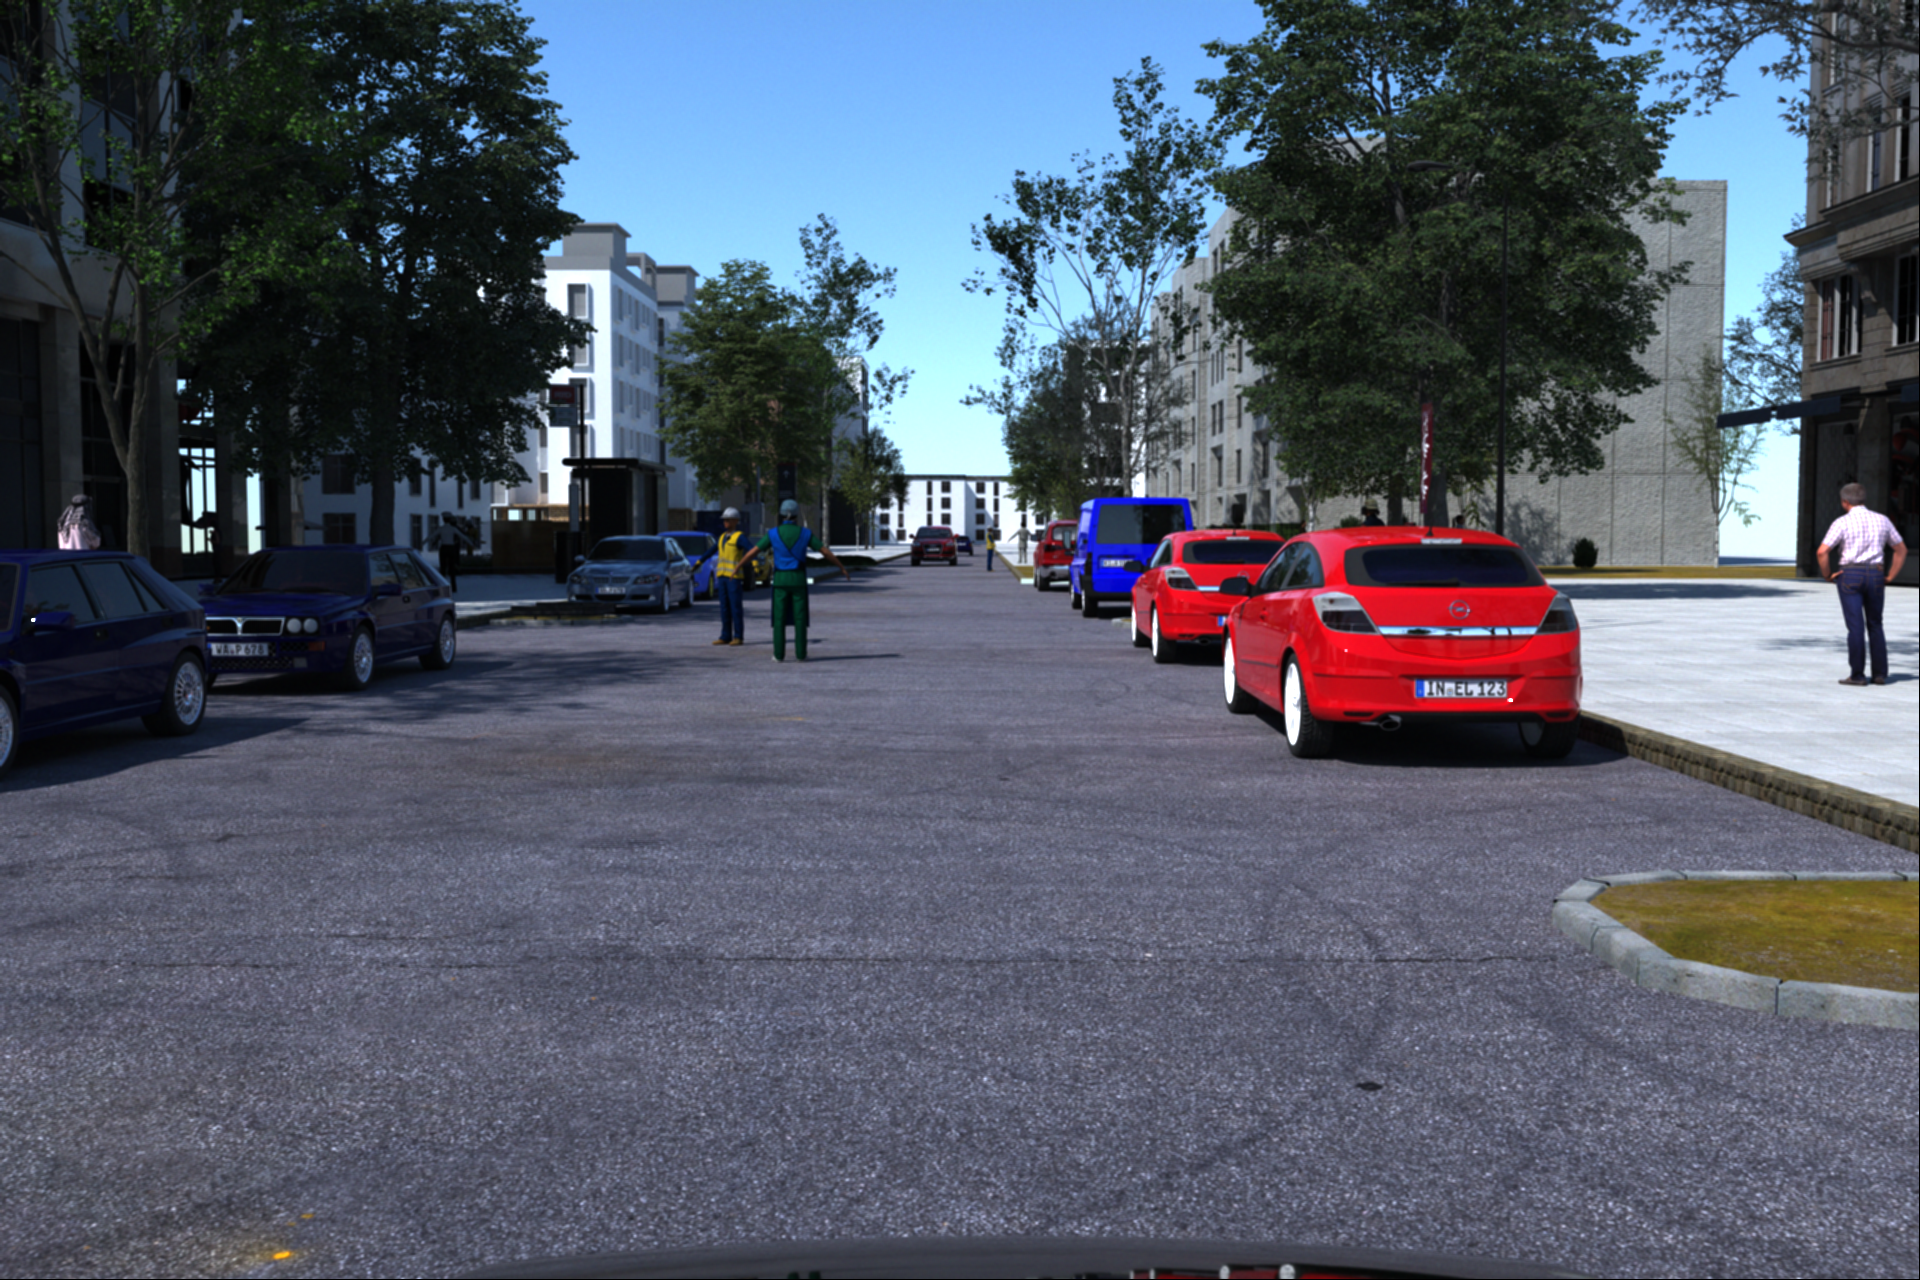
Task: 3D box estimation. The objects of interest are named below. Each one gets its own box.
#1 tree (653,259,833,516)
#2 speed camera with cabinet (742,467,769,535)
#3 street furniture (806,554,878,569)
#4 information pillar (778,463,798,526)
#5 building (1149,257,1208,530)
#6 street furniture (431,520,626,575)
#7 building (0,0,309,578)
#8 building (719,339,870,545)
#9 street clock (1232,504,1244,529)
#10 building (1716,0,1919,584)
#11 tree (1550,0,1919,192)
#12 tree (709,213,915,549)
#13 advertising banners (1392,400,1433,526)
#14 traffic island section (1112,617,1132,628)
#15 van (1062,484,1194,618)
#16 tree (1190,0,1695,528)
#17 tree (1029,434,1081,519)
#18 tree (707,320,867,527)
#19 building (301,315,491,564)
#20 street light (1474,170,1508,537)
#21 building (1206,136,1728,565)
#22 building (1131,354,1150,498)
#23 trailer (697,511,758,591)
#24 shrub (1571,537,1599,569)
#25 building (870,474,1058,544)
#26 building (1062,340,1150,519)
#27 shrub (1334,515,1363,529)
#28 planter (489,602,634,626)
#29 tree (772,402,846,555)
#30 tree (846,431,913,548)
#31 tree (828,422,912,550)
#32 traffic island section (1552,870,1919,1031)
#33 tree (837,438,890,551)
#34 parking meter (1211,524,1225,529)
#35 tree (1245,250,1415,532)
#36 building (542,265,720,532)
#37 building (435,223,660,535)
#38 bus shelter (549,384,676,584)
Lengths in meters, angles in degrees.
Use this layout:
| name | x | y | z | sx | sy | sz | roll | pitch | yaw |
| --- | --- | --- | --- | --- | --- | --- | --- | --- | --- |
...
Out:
| name | x | y | z | sx | sy | sz | roll | pitch | yaw |
| --- | --- | --- | --- | --- | --- | --- | --- | --- | --- |
| tree | -9.266 | -9.424 | 72.211 | 7.486 | 12.596 | 7.792 | 0 | 3 | 0 |
| speed camera with cabinet | -6.072 | -3.494 | 51.468 | 0.660 | 3.252 | 2.038 | 0 | 4 | 2 |
| street furniture | -8.322 | -3.148 | 67.091 | 10.072 | 0.657 | 5.734 | 0 | 4 | 3 |
| information pillar | -6.301 | -4.527 | 63.389 | 0.750 | 3.857 | 0.750 | 0 | 4 | 2 |
| building | 22.871 | -15.455 | 119.152 | 16.747 | 18.905 | 31.486 | 0 | 4 | 1 |
| street furniture | -14.950 | -3.203 | 59.227 | 11.010 | 1.723 | 9.812 | -1 | 4 | -19 |
| building | -32.112 | -16.568 | 37.109 | 22.709 | 31.103 | 35.509 | 0 | 4 | 1 |
| building | -25.198 | -21.556 | 196.416 | 27.936 | 21.610 | 32.646 | 0 | 4 | 1 |
| street clock | 6.620 | -2.246 | 41.298 | 0.358 | 2.002 | 0.471 | 0 | 4 | 0 |
| building | 26.360 | -17.826 | 37.565 | 12.429 | 33.558 | 17.177 | 0 | 4 | 0 |
| tree | 9.090 | -6.259 | 12.700 | 12.009 | 13.543 | 11.850 | 0 | 3 | 0 |
| tree | -9.029 | -15.248 | 105.188 | 12.611 | 20.169 | 13.585 | 0 | 3 | 0 |
| advertising banners | 6.170 | -1.686 | 23.749 | 0.090 | 3.025 | 2.074 | 0 | 4 | 0 |
| traffic island section | 3.394 | -0.260 | 27.117 | 1.991 | 0.108 | 1.994 | 0 | 4 | 1 |
| van | 3.050 | -1.648 | 31.323 | 2.240 | 2.365 | 5.245 | 0 | 4 | -1 |
| tree | 9.236 | -7.769 | 33.686 | 9.857 | 13.997 | 8.962 | 0 | 3 | 0 |
| tree | 7.504 | -10.709 | 125.450 | 4.360 | 8.622 | 3.978 | 0 | 3 | 0 |
| tree | -8.621 | -9.629 | 83.193 | 9.928 | 11.665 | 9.643 | 0 | 3 | 0 |
| building | -25.922 | -8.390 | 79.321 | 9.099 | 9.664 | 28.070 | 0 | 4 | 0 |
| street light | 7.341 | -3.007 | 21.706 | 1.470 | 5.913 | 1.316 | 0 | 4 | 1 |
| building | 22.716 | -13.422 | 85.902 | 16.747 | 18.905 | 31.486 | 0 | 4 | 1 |
| building | 22.822 | -19.674 | 178.087 | 16.016 | 20.090 | 11.380 | 0 | 4 | 1 |
| trailer | -5.937 | -2.201 | 43.033 | 1.471 | 1.999 | 3.904 | 0 | 4 | 0 |
| shrub | 22.856 | -3.195 | 63.358 | 1.383 | 1.207 | 1.383 | 0 | 3 | 0 |
| building | 0.109 | -18.378 | 245.085 | 28.070 | 9.664 | 9.099 | 0 | 4 | -8 |
| building | 25.531 | -21.669 | 198.260 | 27.936 | 21.610 | 32.646 | 0 | 4 | 1 |
| shrub | 14.296 | -3.594 | 63.176 | 1.690 | 2.028 | 1.600 | 0 | 3 | 0 |
| planter | -6.369 | -0.423 | 28.064 | 1.991 | 0.319 | 1.994 | 0 | 4 | 1 |
| tree | -8.686 | -8.832 | 94.771 | 4.360 | 8.622 | 3.978 | 0 | 3 | 0 |
| tree | -7.536 | -13.467 | 154.594 | 8.767 | 10.594 | 7.601 | 3 | 5 | 41 |
| tree | -7.415 | -12.749 | 142.854 | 7.601 | 10.594 | 8.767 | -2 | 4 | -28 |
| traffic island section | 3.157 | 1.034 | 5.953 | 1.991 | 0.108 | 1.994 | 0 | 4 | 1 |
| tree | -7.697 | -11.131 | 132.359 | 4.737 | 8.622 | 4.395 | 0 | 3 | 0 |
| parking meter | 6.700 | -2.235 | 44.952 | 0.372 | 1.533 | 0.369 | 0 | 3 | 0 |
| tree | 8.688 | -5.715 | 43.797 | 4.360 | 8.622 | 3.978 | 0 | 3 | 0 |
| building | -24.030 | -16.315 | 123.170 | 16.016 | 20.090 | 11.380 | 0 | 4 | 1 |
| building | -25.834 | -15.302 | 106.611 | 16.016 | 20.090 | 11.380 | 0 | 4 | 1 |
| bus shelter | -9.882 | -4.370 | 49.085 | 2.179 | 5.291 | 8.768 | 0 | 4 | 0 |
